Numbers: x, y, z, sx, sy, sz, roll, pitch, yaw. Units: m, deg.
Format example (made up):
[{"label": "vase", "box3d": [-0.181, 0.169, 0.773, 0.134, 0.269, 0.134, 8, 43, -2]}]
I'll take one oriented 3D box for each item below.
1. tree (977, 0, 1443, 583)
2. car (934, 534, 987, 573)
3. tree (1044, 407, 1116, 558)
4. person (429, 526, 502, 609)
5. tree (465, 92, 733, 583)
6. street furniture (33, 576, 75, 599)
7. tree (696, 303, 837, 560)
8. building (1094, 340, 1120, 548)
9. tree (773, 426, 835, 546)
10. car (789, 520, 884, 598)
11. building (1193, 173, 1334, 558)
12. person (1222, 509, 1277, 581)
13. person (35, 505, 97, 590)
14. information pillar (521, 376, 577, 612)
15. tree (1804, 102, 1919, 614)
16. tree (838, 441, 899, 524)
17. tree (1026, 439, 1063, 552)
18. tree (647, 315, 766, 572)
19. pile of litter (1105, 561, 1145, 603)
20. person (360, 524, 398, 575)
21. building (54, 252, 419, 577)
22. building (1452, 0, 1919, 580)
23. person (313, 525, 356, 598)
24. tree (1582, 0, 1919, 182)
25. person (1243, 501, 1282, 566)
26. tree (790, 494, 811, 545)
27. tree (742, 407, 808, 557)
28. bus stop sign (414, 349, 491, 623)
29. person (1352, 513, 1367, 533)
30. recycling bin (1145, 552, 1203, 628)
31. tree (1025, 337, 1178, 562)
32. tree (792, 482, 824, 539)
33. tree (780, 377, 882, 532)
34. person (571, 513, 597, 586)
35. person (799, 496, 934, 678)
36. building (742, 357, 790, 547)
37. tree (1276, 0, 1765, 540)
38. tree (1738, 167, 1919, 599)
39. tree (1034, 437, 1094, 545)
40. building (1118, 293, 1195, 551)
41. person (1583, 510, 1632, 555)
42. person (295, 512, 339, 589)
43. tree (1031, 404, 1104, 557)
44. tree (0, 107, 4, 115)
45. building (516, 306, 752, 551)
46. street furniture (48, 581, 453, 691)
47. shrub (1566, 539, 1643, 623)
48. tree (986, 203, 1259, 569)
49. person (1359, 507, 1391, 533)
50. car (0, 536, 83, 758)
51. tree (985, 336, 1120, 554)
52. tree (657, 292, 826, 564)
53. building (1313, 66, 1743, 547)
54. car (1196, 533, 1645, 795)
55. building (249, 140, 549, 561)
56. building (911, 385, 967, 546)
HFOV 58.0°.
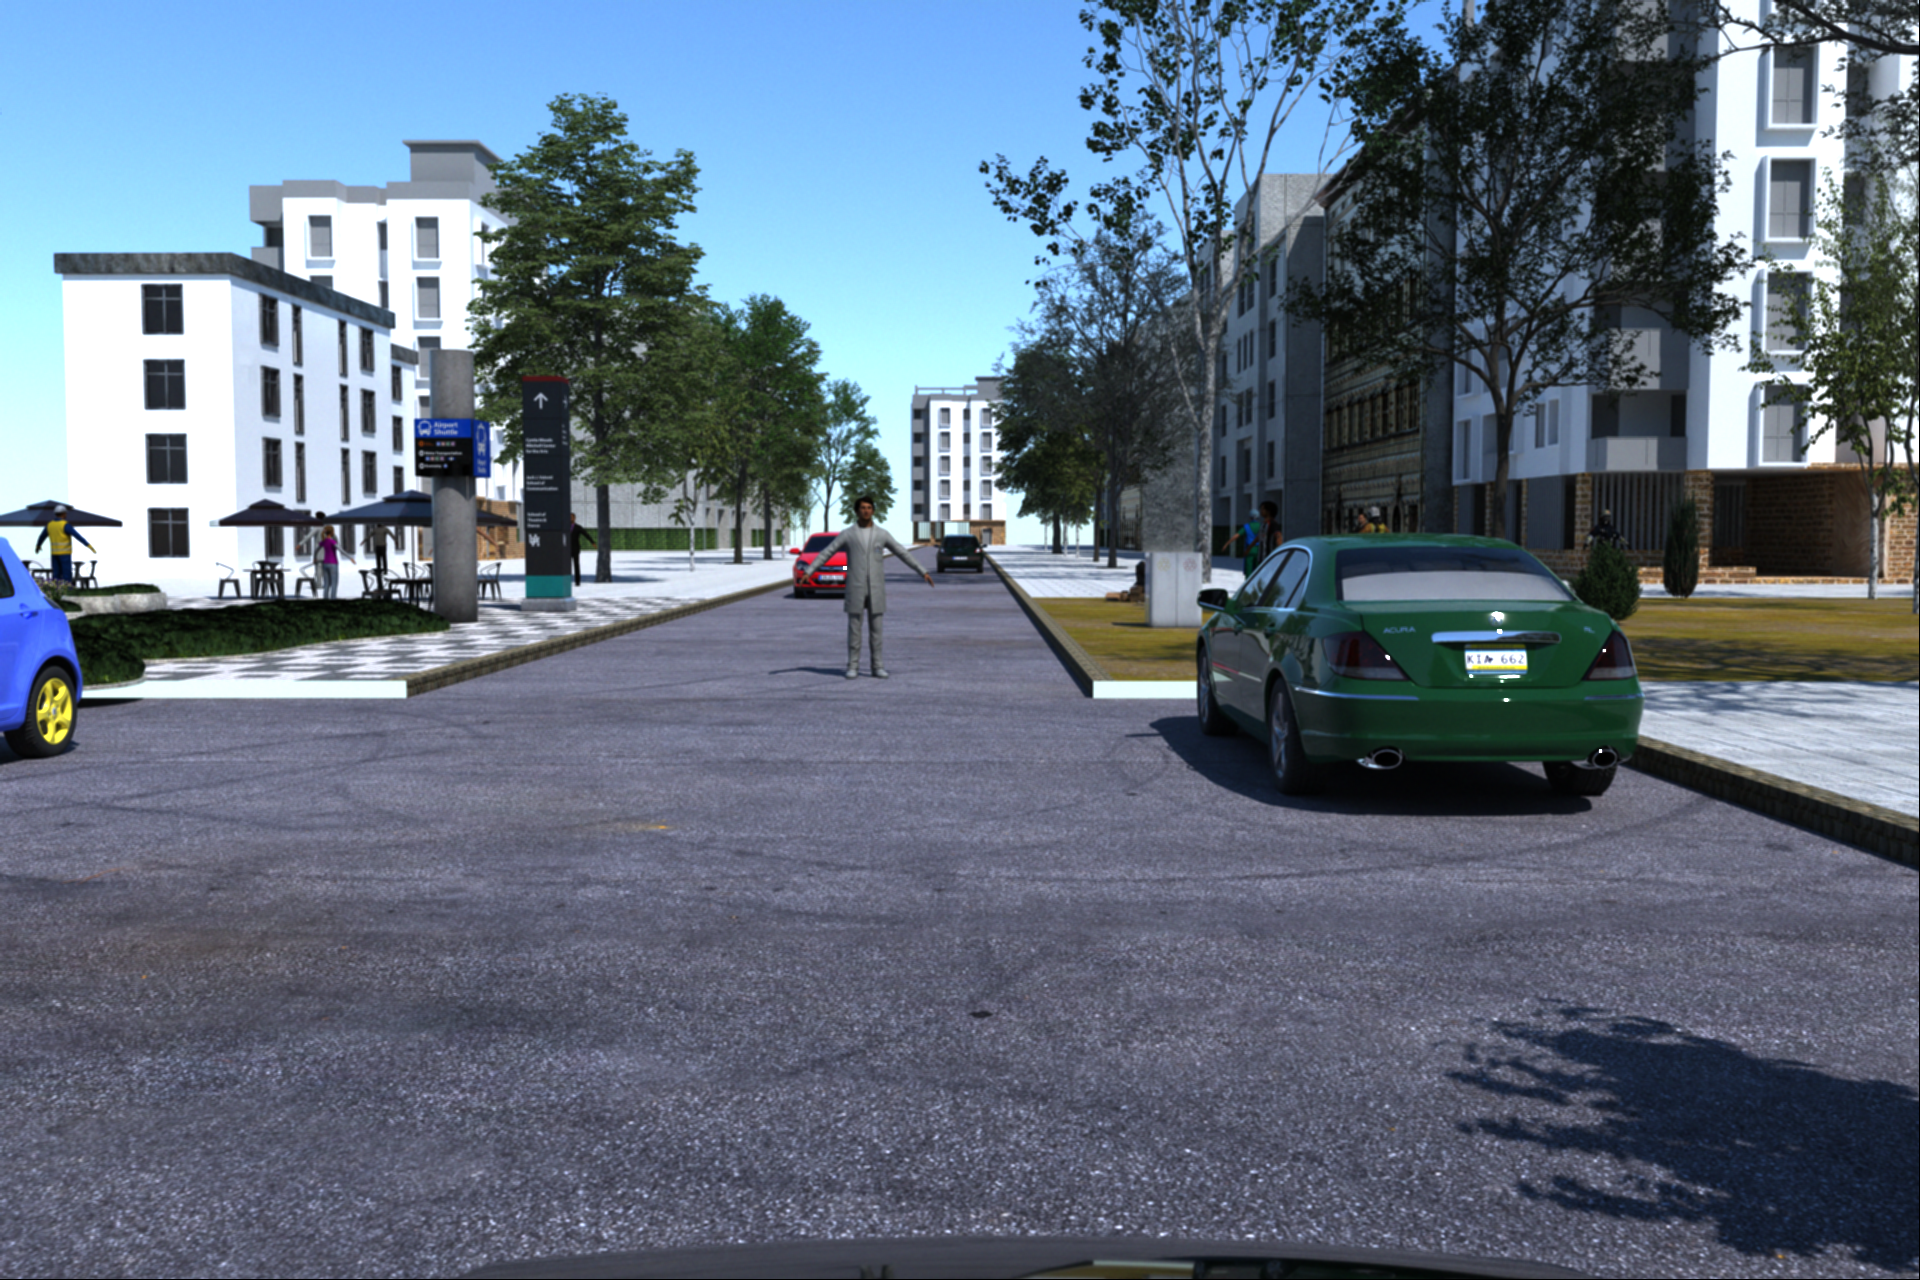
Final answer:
[{"label": "tree", "box3d": [6.917, -11.627, 45.987, 12.611, 20.169, 13.585, 0, 3, 0]}, {"label": "car", "box3d": [0.019, -3.358, 64.695, 2.009, 1.686, 4.222, 0, 4, 1]}, {"label": "tree", "box3d": [6.237, -8.577, 90.592, 4.737, 8.622, 4.395, 0, 3, 0]}, {"label": "person", "box3d": [-8.447, -1.395, 29.615, 1.217, 1.733, 0.721, -1, 4, -10]}, {"label": "tree", "box3d": [-9.693, -7.797, 45.607, 7.486, 12.596, 7.792, 0, 3, 0]}, {"label": "street furniture", "box3d": [-16.759, -1.191, 26.322, 11.010, 1.723, 9.812, -3, 5, -40]}, {"label": "tree", "box3d": [-9.683, -10.201, 84.905, 7.486, 12.596, 7.792, 0, 3, 0]}, {"label": "building", "box3d": [22.355, -18.346, 166.420, 16.747, 18.905, 31.486, 0, 4, 0]}, {"label": "tree", "box3d": [-9.147, -9.419, 104.357, 4.360, 8.622, 3.978, 0, 3, 0]}, {"label": "car", "box3d": [-2.815, -1.893, 39.999, 2.155, 1.783, 4.494, 0, 3, 0]}, {"label": "building", "box3d": [23.119, -13.897, 93.669, 16.747, 18.905, 31.486, 0, 4, 0]}, {"label": "person", "box3d": [6.377, -1.930, 37.674, 1.347, 1.817, 0.704, 0, 4, -6]}, {"label": "person", "box3d": [-17.121, -1.657, 33.056, 1.349, 1.833, 0.705, 1, 4, 14]}, {"label": "information pillar", "box3d": [-6.835, -2.405, 28.696, 0.750, 3.857, 0.750, 0, 4, 0]}, {"label": "tree", "box3d": [15.256, -4.736, 27.789, 4.360, 8.622, 3.978, 0, 3, 0]}, {"label": "tree", "box3d": [-11.206, -17.975, 212.013, 7.486, 12.596, 7.792, 0, 3, 0]}, {"label": "tree", "box3d": [5.837, -10.497, 121.987, 4.360, 8.622, 3.978, 0, 3, 0]}, {"label": "tree", "box3d": [-9.036, -6.664, 59.314, 4.737, 8.622, 4.395, 0, 3, 0]}, {"label": "pile of litter", "box3d": [3.347, -1.166, 33.034, 1.176, 0.858, 1.719, 0, 4, 0]}, {"label": "person", "box3d": [-18.218, -2.955, 54.450, 1.348, 1.813, 0.705, 1, 4, 16]}, {"label": "building", "box3d": [-25.949, -7.569, 65.898, 9.099, 9.664, 28.070, 0, 4, 1]}, {"label": "building", "box3d": [21.784, -12.256, 56.803, 16.016, 20.090, 11.380, 0, 4, 0]}, {"label": "person", "box3d": [-10.709, -1.244, 29.600, 0.991, 1.433, 0.599, 2, 4, 28]}, {"label": "tree", "box3d": [9.232, -6.223, 12.119, 12.009, 13.543, 11.850, 0, 3, 0]}, {"label": "person", "box3d": [5.017, -1.363, 28.436, 0.704, 1.843, 1.345, -1, 4, -14]}, {"label": "tree", "box3d": [-19.496, -15.688, 206.861, 4.360, 8.622, 3.978, 0, 3, 0]}, {"label": "tree", "box3d": [-9.854, -8.816, 94.509, 4.737, 8.622, 4.395, 0, 3, 0]}, {"label": "bus stop sign", "box3d": [-7.316, -2.202, 25.027, 0.837, 3.901, 0.837, 0, 4, 2]}, {"label": "person", "box3d": [10.005, -2.265, 43.176, 0.704, 1.812, 1.346, -2, 4, -29]}, {"label": "recycling bin", "box3d": [2.949, -0.697, 23.957, 0.722, 1.027, 0.722, 0, 4, 0]}, {"label": "tree", "box3d": [6.616, -8.886, 79.692, 7.601, 10.594, 8.767, -1, 4, -16]}, {"label": "tree", "box3d": [-18.412, -16.075, 213.186, 4.360, 8.622, 3.978, 0, 3, 0]}, {"label": "tree", "box3d": [-8.754, -11.536, 114.362, 9.928, 11.665, 9.643, 0, 3, 0]}, {"label": "person", "box3d": [-9.603, -2.240, 42.856, 1.346, 1.802, 0.704, 1, 4, 10]}, {"label": "person", "box3d": [-0.940, -0.527, 17.260, 1.347, 1.806, 0.705, -1, 4, -11]}, {"label": "building", "box3d": [-27.919, -19.323, 182.390, 16.747, 18.905, 31.486, 0, 4, 0]}, {"label": "tree", "box3d": [8.469, -5.606, 26.078, 7.601, 10.594, 8.767, -1, 4, -10]}, {"label": "tree", "box3d": [17.753, -5.104, 33.819, 4.737, 8.622, 4.395, 0, 3, 0]}, {"label": "tree", "box3d": [12.945, -18.603, 210.814, 9.857, 13.997, 8.962, 0, 3, 0]}, {"label": "building", "box3d": [22.690, -18.718, 136.960, 19.493, 23.208, 18.063, 0, 3, 0]}, {"label": "person", "box3d": [15.444, -2.181, 41.438, 1.354, 1.856, 0.705, -1, 4, -18]}, {"label": "person", "box3d": [-14.977, -2.101, 40.536, 0.705, 1.806, 1.347, 2, 4, 23]}, {"label": "tree", "box3d": [6.221, -9.024, 97.911, 4.737, 8.622, 4.395, 0, 3, 0]}, {"label": "tree", "box3d": [-12.221, -4.835, 13.465, 8.767, 10.594, 7.601, -2, 4, -30]}, {"label": "building", "box3d": [-28.364, -17.340, 149.962, 16.747, 18.905, 31.486, 0, 3, 0]}, {"label": "street furniture", "box3d": [-9.344, -0.196, 18.831, 5.734, 0.657, 10.072, 0, 4, 7]}, {"label": "shrub", "box3d": [9.125, -0.819, 24.504, 1.383, 1.207, 1.383, 0, 3, 0]}, {"label": "tree", "box3d": [5.820, -9.410, 64.229, 12.009, 13.543, 11.850, 0, 3, 0]}, {"label": "person", "box3d": [8.683, -1.878, 36.468, 1.354, 1.858, 0.705, -2, 4, -24]}, {"label": "car", "box3d": [-6.642, -0.015, 9.837, 1.945, 1.707, 3.694, 0, 3, 0]}, {"label": "tree", "box3d": [6.192, -12.448, 110.176, 9.857, 13.997, 8.962, 0, 3, 0]}, {"label": "tree", "box3d": [-9.331, -9.051, 73.739, 9.928, 11.665, 9.643, 0, 3, 0]}, {"label": "building", "box3d": [25.442, -14.538, 68.620, 19.493, 23.208, 18.063, 0, 4, 1]}, {"label": "car", "box3d": [2.650, 0.052, 10.952, 2.131, 1.459, 4.920, 0, 4, -1]}, {"label": "building", "box3d": [-28.030, -13.954, 84.573, 16.016, 20.090, 11.380, 0, 4, 0]}, {"label": "building", "box3d": [-5.677, -21.608, 212.168, 11.380, 20.090, 16.016, 0, 4, 4]}]
